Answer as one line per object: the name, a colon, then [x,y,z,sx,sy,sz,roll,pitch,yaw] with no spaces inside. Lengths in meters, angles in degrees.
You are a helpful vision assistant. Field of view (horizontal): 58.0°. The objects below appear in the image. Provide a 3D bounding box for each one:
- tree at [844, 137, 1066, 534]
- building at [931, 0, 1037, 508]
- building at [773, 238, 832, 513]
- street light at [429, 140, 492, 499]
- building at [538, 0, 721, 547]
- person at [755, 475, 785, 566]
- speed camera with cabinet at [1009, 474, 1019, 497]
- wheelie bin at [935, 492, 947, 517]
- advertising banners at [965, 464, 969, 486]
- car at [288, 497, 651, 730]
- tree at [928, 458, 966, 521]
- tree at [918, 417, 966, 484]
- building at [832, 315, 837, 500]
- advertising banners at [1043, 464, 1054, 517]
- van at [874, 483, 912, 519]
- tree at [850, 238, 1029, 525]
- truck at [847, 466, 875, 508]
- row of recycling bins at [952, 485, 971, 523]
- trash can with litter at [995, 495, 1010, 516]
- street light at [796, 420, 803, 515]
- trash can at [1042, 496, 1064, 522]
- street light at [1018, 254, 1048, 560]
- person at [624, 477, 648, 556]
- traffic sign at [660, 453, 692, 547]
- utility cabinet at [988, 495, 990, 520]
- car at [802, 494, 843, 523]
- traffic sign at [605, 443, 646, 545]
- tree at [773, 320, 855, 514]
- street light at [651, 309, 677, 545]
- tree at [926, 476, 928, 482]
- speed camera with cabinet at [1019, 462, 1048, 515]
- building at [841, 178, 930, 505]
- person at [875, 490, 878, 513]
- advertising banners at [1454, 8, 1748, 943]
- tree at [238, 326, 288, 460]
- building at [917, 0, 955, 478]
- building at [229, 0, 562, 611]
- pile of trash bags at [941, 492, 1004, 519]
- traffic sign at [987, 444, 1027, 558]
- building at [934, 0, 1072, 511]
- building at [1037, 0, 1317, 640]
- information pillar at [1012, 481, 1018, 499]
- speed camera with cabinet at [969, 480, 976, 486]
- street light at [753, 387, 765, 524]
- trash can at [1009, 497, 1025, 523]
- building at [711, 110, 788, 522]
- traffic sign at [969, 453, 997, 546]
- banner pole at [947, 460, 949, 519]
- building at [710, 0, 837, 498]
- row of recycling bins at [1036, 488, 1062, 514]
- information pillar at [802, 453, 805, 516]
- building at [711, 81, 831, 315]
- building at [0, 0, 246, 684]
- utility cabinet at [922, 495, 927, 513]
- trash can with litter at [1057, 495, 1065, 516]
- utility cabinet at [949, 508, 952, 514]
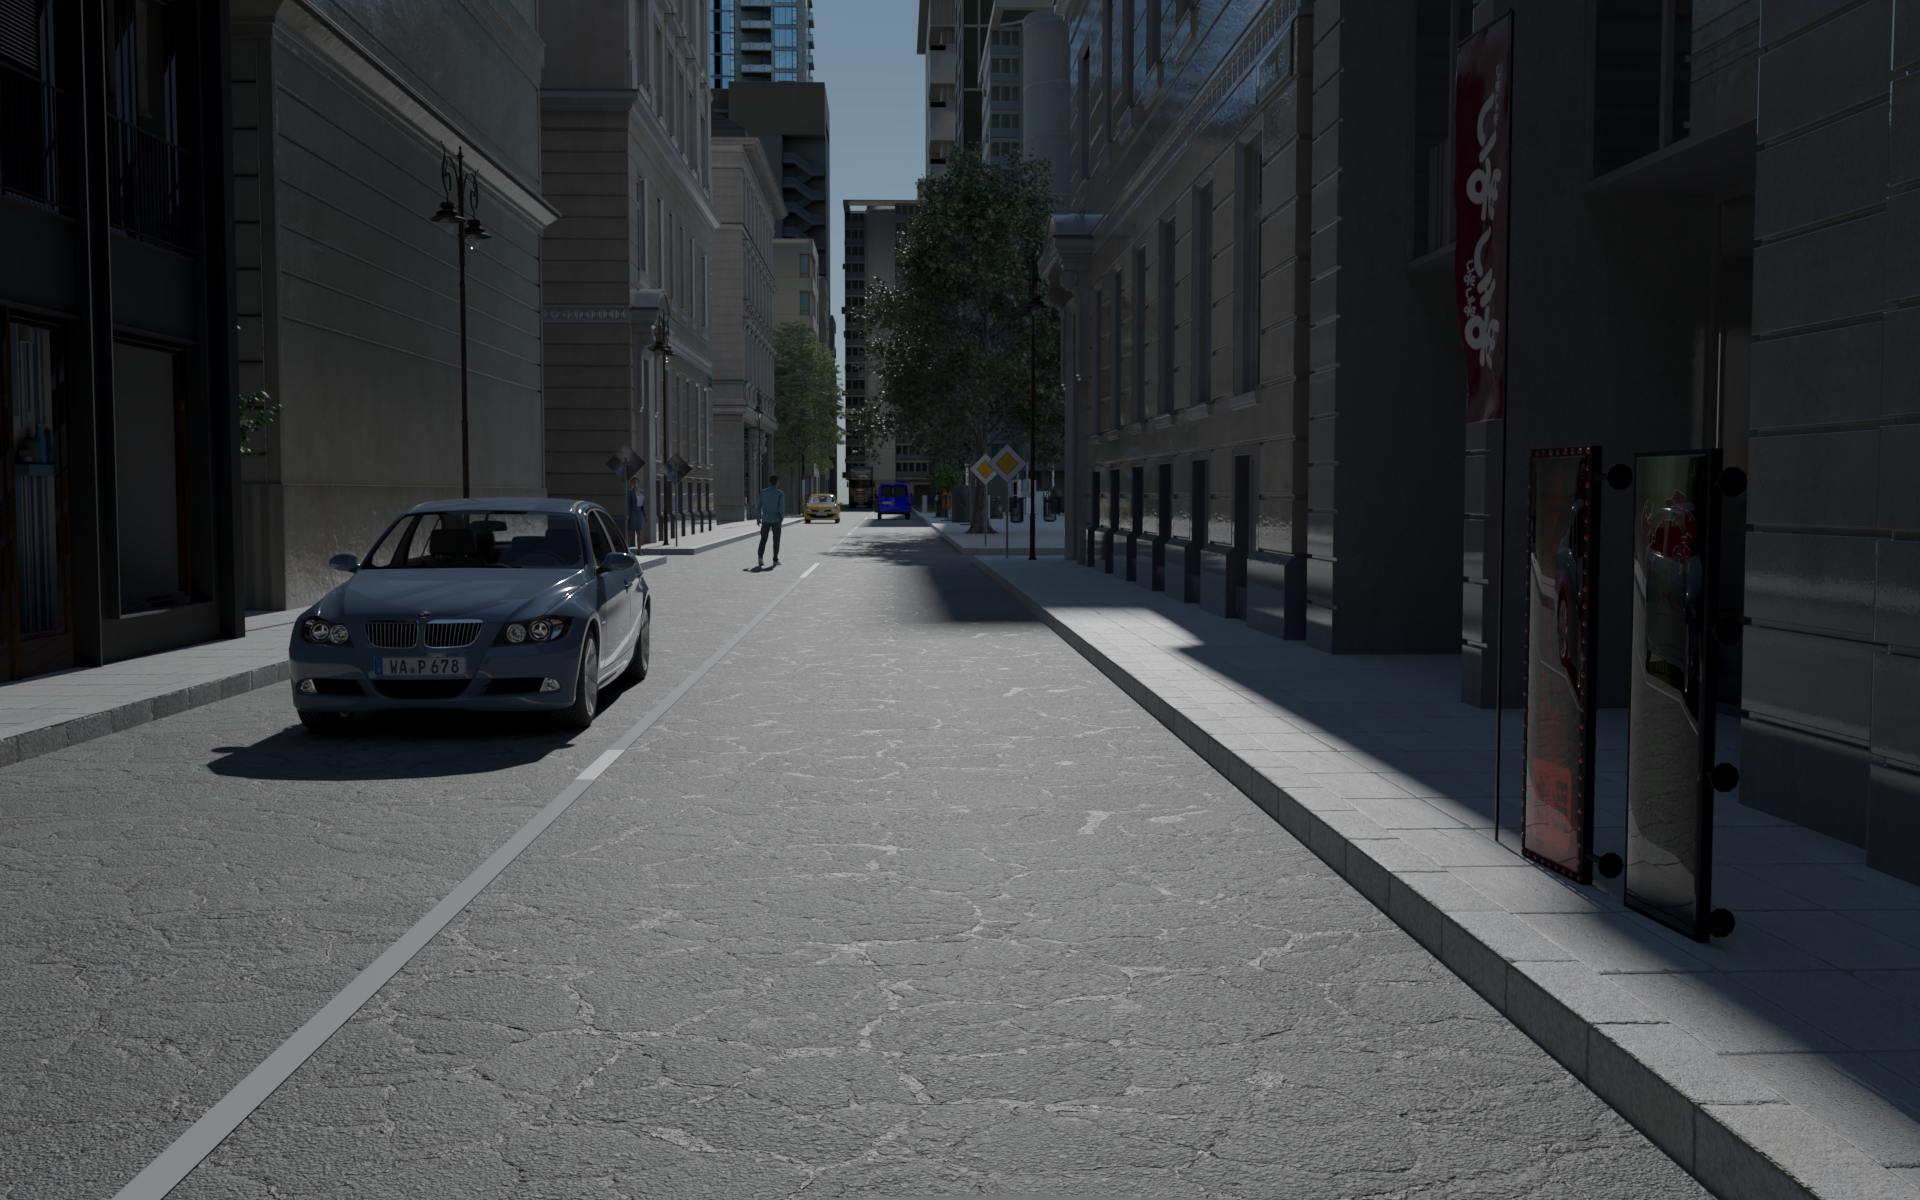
tree: [0.803,-8.487,55.763,9.611,12.733,9.660,0,3,0]
building: [7.923,-43.812,154.579,20.563,71.187,20.611,0,4,-2]
building: [-24.315,-17.510,131.332,27.650,21.520,28.899,0,4,-2]
street light: [-6.630,-3.080,23.151,0.468,5.910,1.993,0,4,-2]
building: [-14.509,-16.204,50.843,13.634,28.700,20.117,0,4,-2]
person: [-3.825,-1.604,34.739,0.660,1.820,0.620,1,4,14]
speed camera with cabinet: [3.818,-7.085,110.173,0.660,3.252,2.038,2,4,30]
wheelie bin: [-0.931,-5.440,96.846,0.693,1.594,0.980,3,5,43]
advertising banners: [0.731,-6.366,100.270,0.090,3.025,2.074,2,4,27]
car: [-3.216,-0.005,12.090,2.014,1.417,4.499,0,4,-3]
tree: [-0.566,-5.374,82.466,1.663,3.219,1.824,0,3,0]
tree: [-1.214,-10.286,118.540,4.360,8.622,3.978,0,3,0]
building: [-25.809,-19.333,161.128,27.650,21.520,28.899,0,4,-2]
advertising banners: [5.003,-6.173,97.112,0.090,3.025,2.074,1,4,21]
van: [-3.813,-5.808,99.340,2.240,2.365,5.245,0,4,-3]
tree: [0.422,-9.823,70.984,12.009,13.543,11.850,0,3,0]
truck: [-10.100,-11.501,176.946,2.839,4.237,11.283,0,4,-3]
row of recycling bins: [0.413,-4.388,78.860,1.069,1.692,3.534,1,4,17]
trash can with litter: [2.549,-5.719,104.562,1.678,1.210,2.233,2,4,27]
street light: [-9.889,-8.174,106.438,0.468,5.910,1.993,0,4,-2]
trash can: [4.151,-4.178,79.963,0.748,1.137,0.748,0,3,0]
street light: [1.412,-3.718,33.581,0.468,5.910,1.993,0,4,-2]
person: [-7.412,-1.895,39.514,0.581,1.822,0.654,-2,4,-31]
traffic sign: [-6.914,-2.359,42.212,0.795,2.450,0.064,0,4,-2]
utility cabinet: [1.057,-4.586,86.150,0.306,1.237,1.020,3,5,40]
car: [-6.821,-4.631,85.938,2.015,1.641,3.980,0,4,-3]
traffic sign: [-6.603,-1.871,34.233,0.795,2.450,0.064,0,4,-2]
tree: [-10.545,-11.927,113.126,7.486,12.596,7.792,0,3,0]
street light: [-7.393,-4.317,43.377,0.468,5.910,1.993,0,4,-2]
tree: [-1.084,-6.081,94.031,1.663,3.219,1.824,0,3,0]
speed camera with cabinet: [4.718,-6.886,106.923,0.660,3.252,2.038,-3,4,-37]
building: [-2.606,-32.050,215.890,23.993,40.220,32.217,0,4,-2]
person: [-6.361,-7.635,134.135,0.742,1.727,0.445,3,5,43]
advertising banners: [2.036,-0.588,5.798,0.090,3.025,2.074,0,4,-5]
tree: [-7.704,-1.360,16.834,1.663,3.219,1.824,0,3,0]
building: [10.087,-36.086,179.252,28.713,52.752,27.495,0,4,-2]
building: [-21.913,-11.727,25.025,30.059,22.955,16.112,0,4,-2]
pile of trash bags: [0.666,-4.928,90.328,3.447,1.369,1.912,1,4,17]
traffic sign: [0.937,-1.888,34.506,0.795,2.450,0.064,0,4,-2]
building: [14.290,-26.980,132.996,32.217,40.220,23.993,0,4,-2]
building: [8.673,-14.578,24.258,13.634,28.700,20.117,0,4,-2]
information pillar: [3.149,-5.826,99.746,0.304,2.012,0.304,-1,4,-8]
speed camera with cabinet: [1.043,-7.112,110.621,0.660,3.252,2.038,1,4,10]
street light: [-8.665,-6.239,74.789,0.468,5.910,1.993,0,4,-2]
trash can: [2.515,-3.966,76.490,0.748,1.137,0.748,0,3,0]
building: [-14.522,-14.094,81.351,10.553,20.767,40.483,0,4,-2]
traffic sign: [0.625,-2.376,42.485,0.795,2.450,0.064,0,4,-2]
banner pole: [-0.609,-5.984,87.854,0.401,3.779,0.863,0,4,-1]
building: [-30.676,-54.860,209.634,31.000,86.520,22.319,0,4,-2]
row of recycling bins: [5.469,-6.622,115.382,1.069,1.692,3.534,-3,5,-41]
information pillar: [-9.032,-6.637,99.862,0.183,3.616,0.504,0,4,4]
building: [-21.210,-32.729,185.224,14.200,45.320,14.600,0,4,-2]
building: [-12.243,-10.827,6.692,12.332,23.373,15.834,0,4,-2]
utility cabinet: [-2.391,-6.469,116.933,0.306,1.237,1.020,0,4,-4]
trash can with litter: [6.630,-5.573,102.184,2.233,1.210,1.678,-1,4,-16]
utility cabinet: [-0.959,-6.014,109.492,1.020,1.237,0.306,2,4,33]
